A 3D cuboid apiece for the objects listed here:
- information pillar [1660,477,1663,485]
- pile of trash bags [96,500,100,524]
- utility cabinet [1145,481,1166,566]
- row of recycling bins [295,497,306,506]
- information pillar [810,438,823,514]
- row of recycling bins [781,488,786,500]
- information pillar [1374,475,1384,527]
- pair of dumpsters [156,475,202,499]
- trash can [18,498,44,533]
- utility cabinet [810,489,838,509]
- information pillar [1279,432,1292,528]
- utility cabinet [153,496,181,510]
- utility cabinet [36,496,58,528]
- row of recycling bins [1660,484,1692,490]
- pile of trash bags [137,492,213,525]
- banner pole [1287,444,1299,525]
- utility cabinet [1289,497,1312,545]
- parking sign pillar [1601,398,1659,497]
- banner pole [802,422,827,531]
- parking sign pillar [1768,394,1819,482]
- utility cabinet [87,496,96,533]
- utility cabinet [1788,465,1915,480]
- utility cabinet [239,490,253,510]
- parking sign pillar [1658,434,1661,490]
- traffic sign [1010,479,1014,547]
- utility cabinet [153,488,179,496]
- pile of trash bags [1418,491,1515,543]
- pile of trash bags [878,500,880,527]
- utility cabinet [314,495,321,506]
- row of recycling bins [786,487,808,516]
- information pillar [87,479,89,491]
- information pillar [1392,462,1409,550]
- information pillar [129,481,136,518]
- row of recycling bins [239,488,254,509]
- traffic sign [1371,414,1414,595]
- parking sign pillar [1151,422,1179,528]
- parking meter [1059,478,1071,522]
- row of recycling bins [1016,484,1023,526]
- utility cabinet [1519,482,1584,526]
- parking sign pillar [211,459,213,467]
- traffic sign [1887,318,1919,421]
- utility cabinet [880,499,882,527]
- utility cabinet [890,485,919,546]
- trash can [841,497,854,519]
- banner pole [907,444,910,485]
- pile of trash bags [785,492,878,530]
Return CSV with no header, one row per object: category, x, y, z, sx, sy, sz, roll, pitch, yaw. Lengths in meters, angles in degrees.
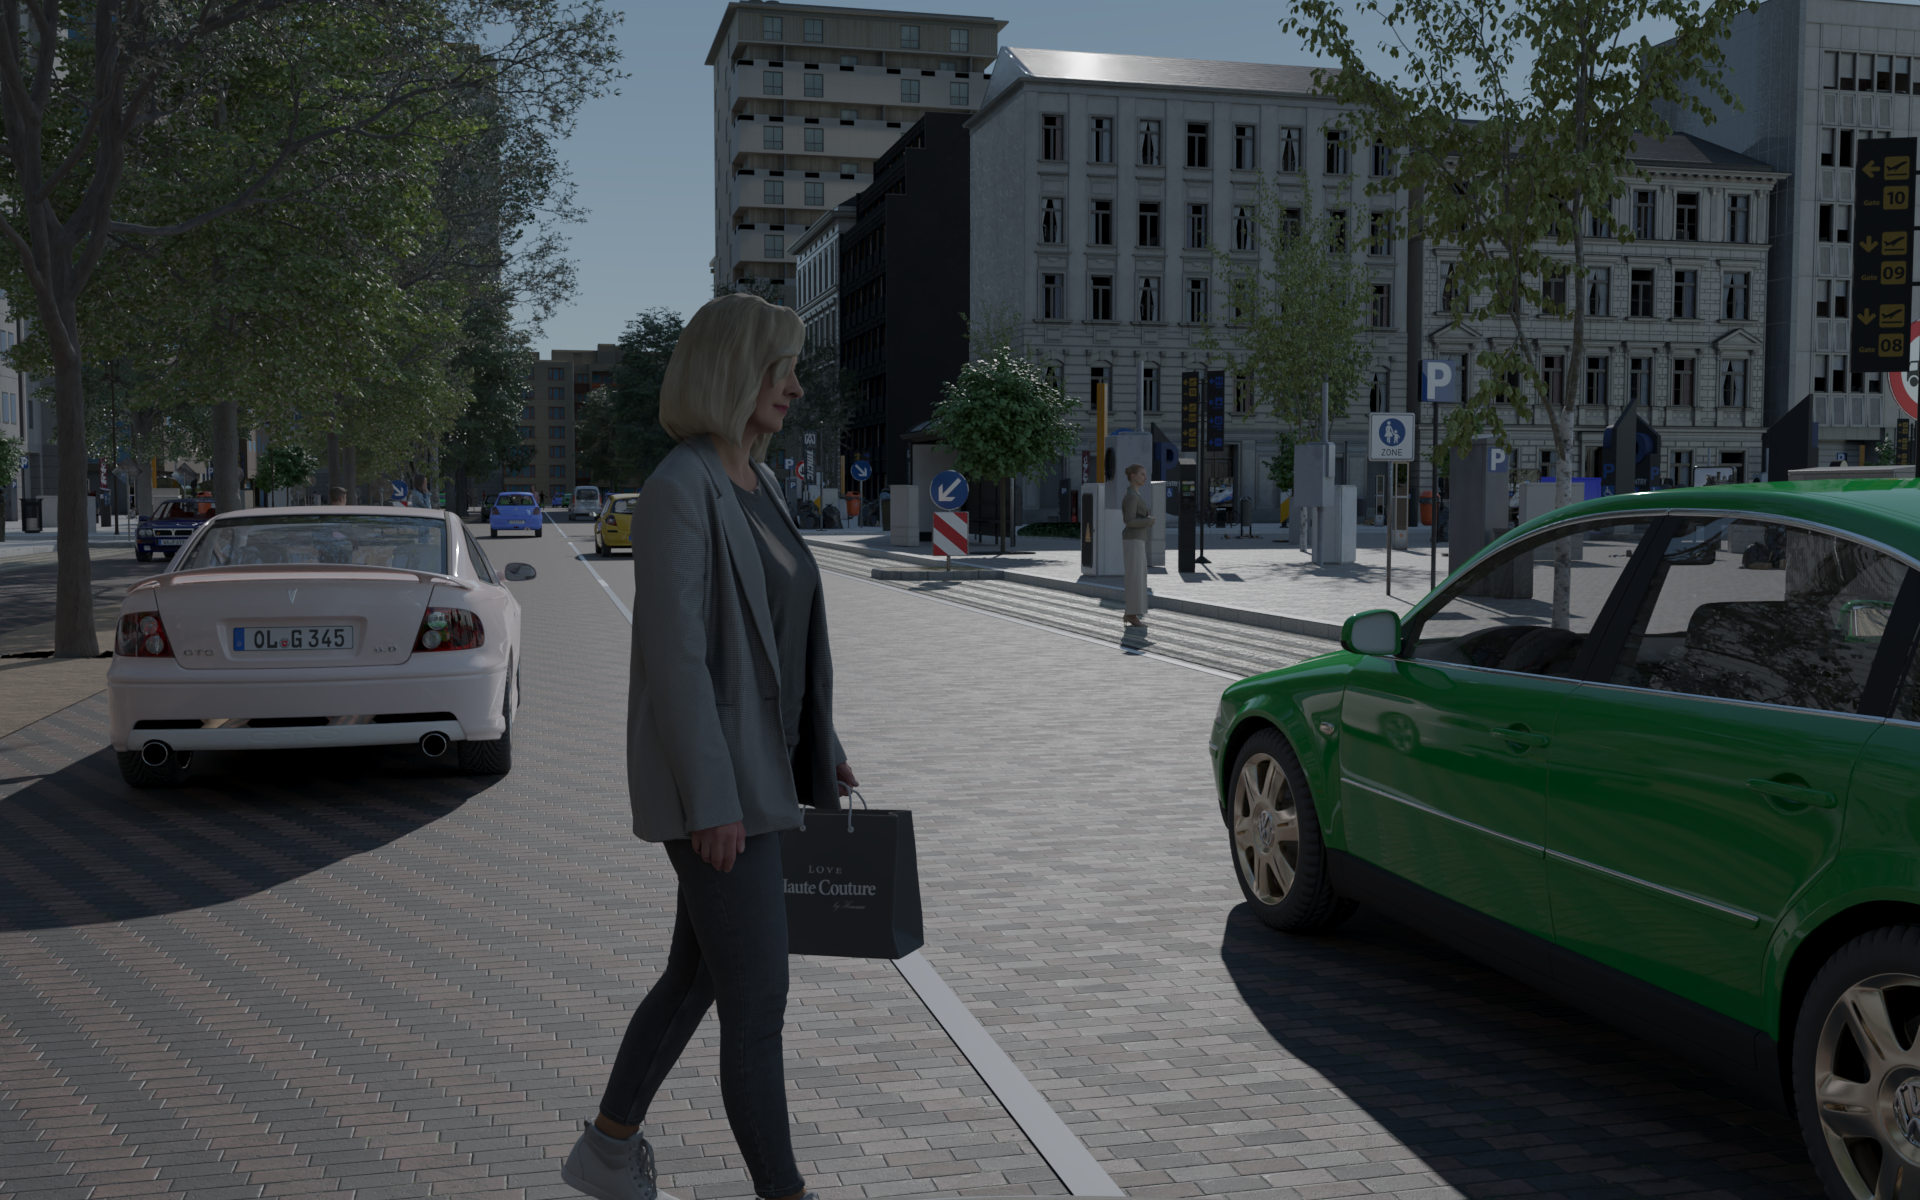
information pillar,30.177,-4.312,74.999,0.304,2.012,0.304,-2,4,-32
pile of trash bags,-38.059,-3.958,74.460,1.912,1.369,3.447,-2,4,-27
utility cabinet,3.215,-1.354,30.819,0.318,1.500,1.173,-2,4,-25
row of recycling bins,-46.879,-7.043,122.266,1.069,1.692,3.534,-1,4,-15
information pillar,-5.526,-4.598,66.534,0.504,3.616,0.183,0,4,-5
row of recycling bins,-12.630,-7.009,121.702,1.069,1.692,3.534,1,4,9
information pillar,16.454,-3.883,67.977,0.304,2.012,0.304,0,4,1
pair of dumpsters,-34.210,-4.462,75.442,1.574,2.255,4.437,-1,4,-14
trash can,-30.420,-2.759,56.762,0.748,1.137,0.748,0,3,0
utility cabinet,-5.526,-3.768,70.279,1.173,1.500,0.318,-3,4,-39
information pillar,12.340,-4.528,65.382,0.504,3.616,0.183,1,4,16
utility cabinet,-29.922,-3.311,65.304,1.020,1.237,0.306,0,4,-1
utility cabinet,-34.943,-3.393,66.636,1.020,1.237,0.306,-3,5,-43
row of recycling bins,29.037,-3.891,70.731,1.069,1.692,3.534,-1,4,-23
pile of trash bags,-30.823,-3.590,68.452,3.447,1.369,1.912,2,4,26
banner pole,13.899,-5.019,72.084,0.401,3.779,0.863,3,5,41
utility cabinet,8.834,-2.005,43.941,0.306,1.237,1.020,-3,5,-42
parking sign pillar,18.362,-3.659,48.296,1.447,3.967,1.447,3,5,44
banner pole,-5.031,-4.279,59.985,0.863,3.779,0.401,-1,4,-18
parking sign pillar,22.673,-3.589,47.144,1.447,3.967,1.447,-1,4,-23
utility cabinet,-28.759,-2.816,57.206,0.306,1.237,1.020,-2,4,-34
utility cabinet,7.069,-0.310,13.751,0.318,1.500,1.173,-1,4,-12
utility cabinet,-44.125,-5.983,106.501,1.173,1.500,0.318,-2,4,-35
parking sign pillar,21.453,-4.045,54.615,1.447,3.967,1.447,-1,4,-20
traffic sign,1.253,-2.543,41.684,0.768,2.556,0.104,-1,4,-10
utility cabinet,-30.657,-3.543,66.607,1.173,1.500,0.318,-1,4,-20
pile of trash bags,13.436,-2.242,46.408,3.447,1.369,1.912,-3,5,-40
pile of trash bags,-2.322,-3.624,69.007,3.447,1.369,1.912,-1,4,-13
utility cabinet,-45.168,-6.762,121.719,0.306,1.237,1.020,-1,4,-9
row of recycling bins,-8.937,-5.940,104.225,1.069,1.692,3.534,2,4,27
information pillar,-43.670,-5.017,86.514,0.304,2.012,0.304,-3,4,-37
information pillar,10.109,-2.158,39.770,0.304,2.012,0.304,0,4,1
information pillar,-43.961,-5.348,91.925,0.304,2.012,0.304,-2,4,-34
row of recycling bins,-48.510,-6.561,114.383,3.534,1.692,1.069,-1,4,-12
traffic sign,5.429,-1.208,21.879,0.606,2.300,0.079,-1,4,-11
parking sign pillar,7.746,-4.700,65.319,1.447,3.967,1.447,3,5,44
parking meter,3.815,-3.507,63.056,0.399,1.863,0.255,2,4,24
row of recycling bins,1.177,-3.879,70.536,3.534,1.692,1.069,3,5,45
utility cabinet,11.280,-1.492,33.072,1.173,1.500,0.318,-1,4,-9
parking sign pillar,-52.872,-8.288,123.983,1.447,3.967,1.447,2,4,27
traffic sign,6.952,-0.757,12.490,0.768,2.556,0.104,-1,4,-13
utility cabinet,-2.794,-3.429,67.234,0.306,1.237,1.020,1,4,19
utility cabinet,-1.348,-2.065,42.444,0.318,1.500,1.173,-2,4,-23
trash can,-5.720,-4.683,88.227,0.748,1.137,0.748,0,3,0
banner pole,-2.455,-5.828,85.304,0.401,3.779,0.863,0,4,3
pile of trash bags,-5.042,-3.315,63.956,3.447,1.369,1.912,-3,5,-44
